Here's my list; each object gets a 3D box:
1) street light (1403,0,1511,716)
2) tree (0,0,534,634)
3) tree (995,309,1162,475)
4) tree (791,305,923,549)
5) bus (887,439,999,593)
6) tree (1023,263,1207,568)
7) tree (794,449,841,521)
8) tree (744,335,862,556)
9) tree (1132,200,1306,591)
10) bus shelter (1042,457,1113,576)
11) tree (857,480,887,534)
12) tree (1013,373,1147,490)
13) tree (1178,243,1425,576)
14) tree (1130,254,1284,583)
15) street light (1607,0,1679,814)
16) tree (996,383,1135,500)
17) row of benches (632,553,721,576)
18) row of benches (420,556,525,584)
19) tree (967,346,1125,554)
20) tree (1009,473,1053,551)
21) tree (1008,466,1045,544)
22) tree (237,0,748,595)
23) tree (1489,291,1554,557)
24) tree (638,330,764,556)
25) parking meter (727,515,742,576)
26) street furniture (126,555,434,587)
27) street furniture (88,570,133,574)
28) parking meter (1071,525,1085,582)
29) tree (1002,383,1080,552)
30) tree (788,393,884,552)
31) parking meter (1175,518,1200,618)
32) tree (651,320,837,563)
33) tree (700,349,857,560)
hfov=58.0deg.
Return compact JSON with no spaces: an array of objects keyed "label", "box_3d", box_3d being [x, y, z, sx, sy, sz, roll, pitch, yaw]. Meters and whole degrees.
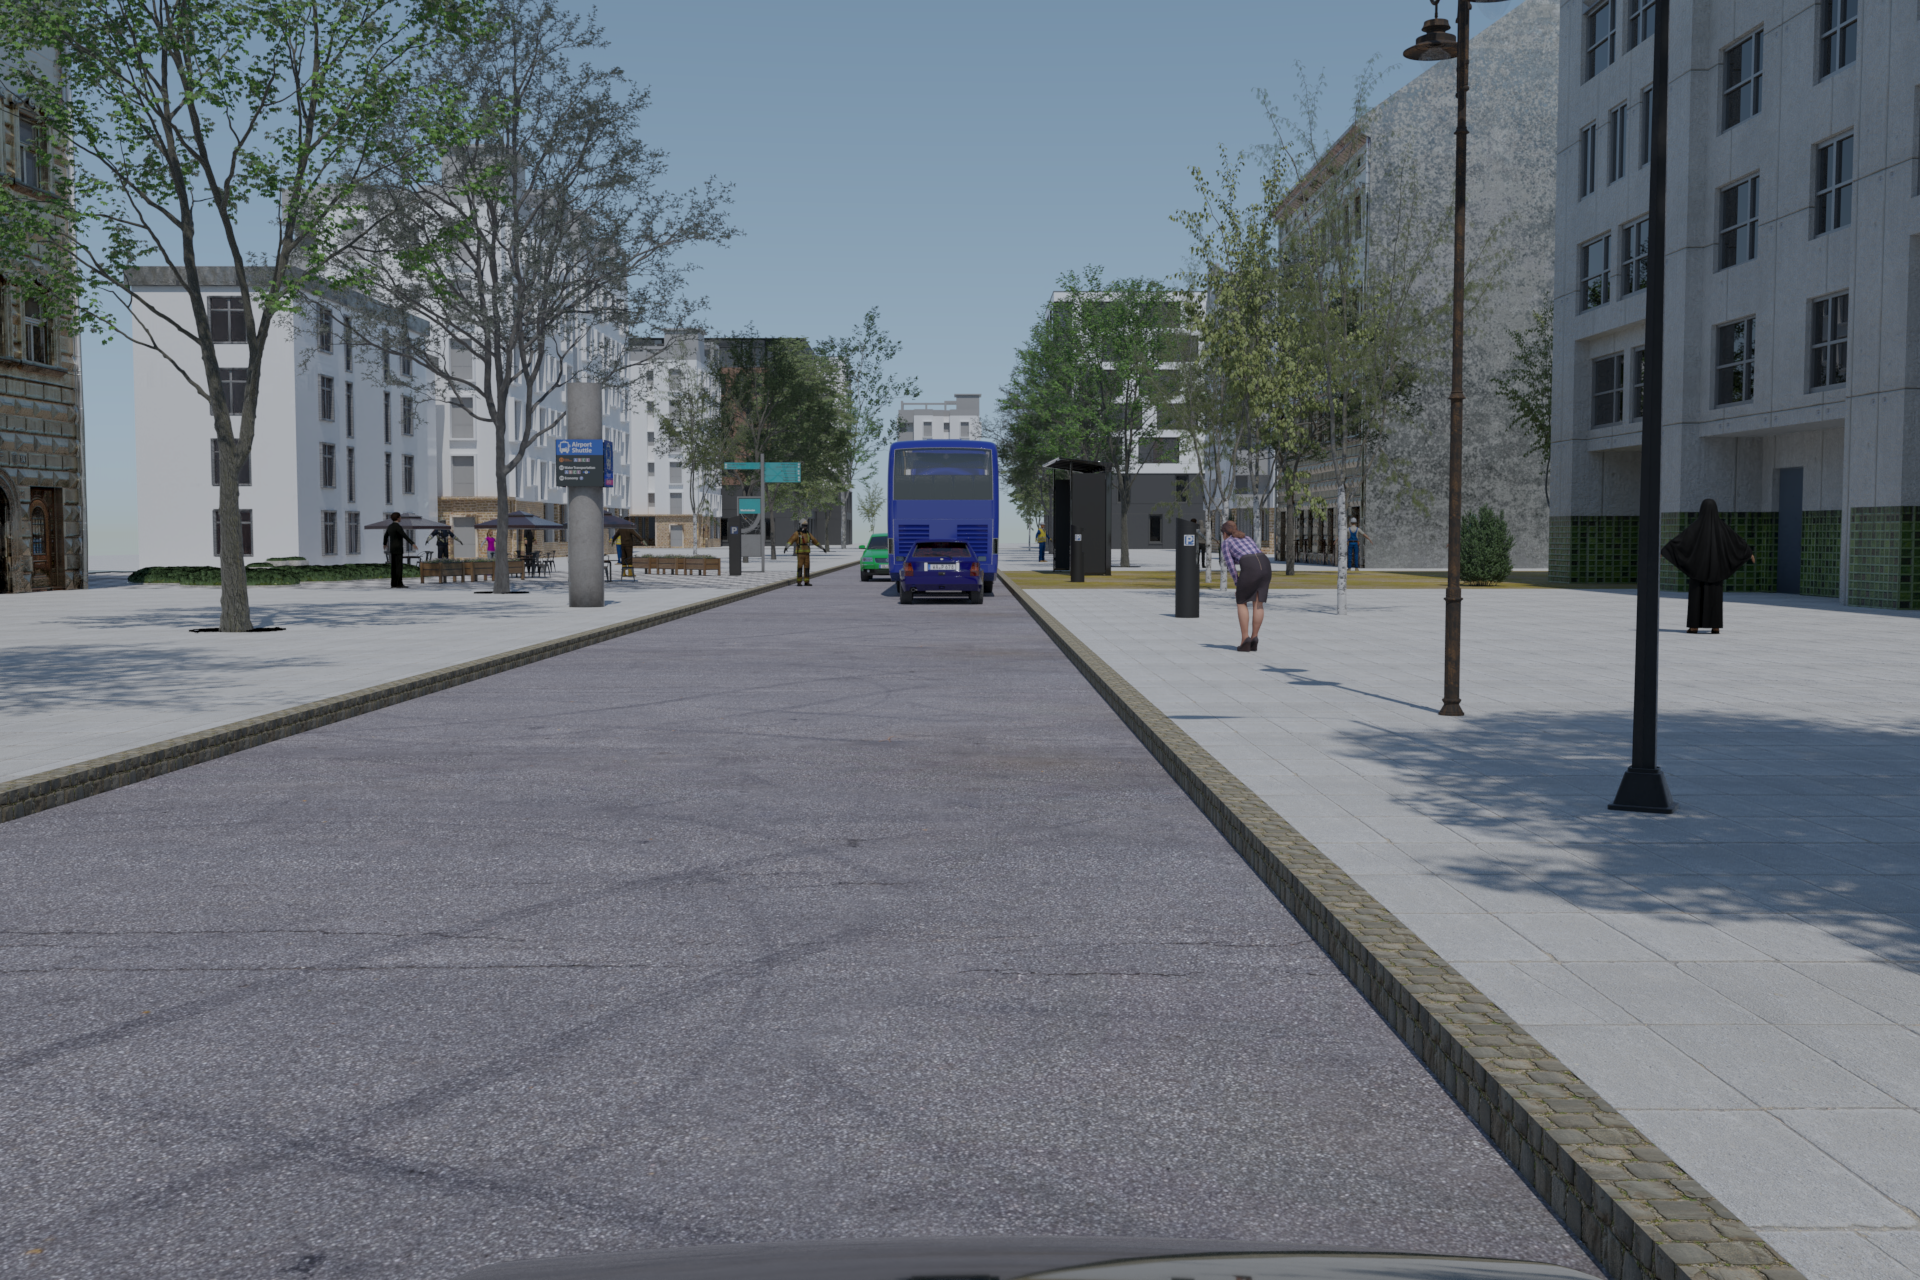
[{"label":"street light","box_3d":[3.483,-2.404,12.097,0.468,5.910,1.993,0,4,0]},{"label":"tree","box_3d":[-9.514,-5.922,22.579,9.928,11.665,9.643,0,3,0]},{"label":"tree","box_3d":[5.592,-9.292,77.685,9.928,11.665,9.643,0,3,0]},{"label":"tree","box_3d":[-9.344,-17.665,144.717,12.611,20.169,13.585,0,3,0]},{"label":"bus","box_3d":[-0.368,-3.274,45.077,2.896,3.916,12.251,0,3,0]},{"label":"tree","box_3d":[6.297,-8.604,66.428,9.928,11.665,9.643,0,3,0]},{"label":"tree","box_3d":[-9.731,-9.793,110.479,4.737,8.622,4.395,0,3,0]},{"label":"tree","box_3d":[-9.229,-11.090,99.454,7.486,12.596,7.792,0,3,0]},{"label":"tree","box_3d":[5.909,-5.386,38.425,4.360,8.622,3.978,0,3,0]},{"label":"bus shelter","box_3d":[3.779,-3.963,56.082,1.731,3.624,6.357,0,4,-2]},{"label":"tree","box_3d":[-11.999,-17.399,234.832,4.737,8.622,4.395,0,3,0]},{"label":"tree","box_3d":[5.889,-9.463,89.130,7.601,10.594,8.767,-3,5,-41]},{"label":"tree","box_3d":[10.416,-7.287,53.557,8.767,10.594,7.601,2,4,31]},{"label":"tree","box_3d":[6.626,-5.832,45.716,4.360,8.622,3.978,0,3,0]},{"label":"street light","box_3d":[3.741,-2.164,7.927,1.470,5.913,1.316,0,4,0]},{"label":"tree","box_3d":[5.653,-10.091,99.404,8.767,10.594,7.601,0,4,-4]},{"label":"row of benches","box_3d":[-8.909,-2.378,54.336,1.422,0.672,4.104,-3,5,-45]},{"label":"row of benches","box_3d":[-13.090,-1.898,46.490,1.422,0.672,4.104,1,4,18]},{"label":"tree","box_3d":[5.646,-12.178,109.480,12.009,13.543,11.850,0,3,0]},{"label":"tree","box_3d":[5.656,-11.297,135.071,4.737,8.622,4.395,0,3,0]},{"label":"tree","box_3d":[10.473,-18.808,233.272,9.928,11.665,9.643,0,3,0]},{"label":"tree","box_3d":[-9.736,-7.742,36.956,12.009,13.543,11.850,0,3,0]},{"label":"tree","box_3d":[18.510,-6.294,53.266,4.737,8.622,4.395,0,3,0]},{"label":"tree","box_3d":[-9.698,-6.810,61.706,4.360,8.622,3.978,0,3,0]},{"label":"parking meter","box_3d":[-6.957,-2.919,53.445,0.399,1.863,0.255,0,4,2]},{"label":"street furniture","box_3d":[-18.313,-1.908,46.824,5.734,0.657,10.072,1,4,11]},{"label":"street furniture","box_3d":[-29.473,-2.441,46.770,9.812,1.723,11.010,2,4,32]},{"label":"parking meter","box_3d":[3.133,-2.306,46.113,0.372,1.533,0.369,0,3,0]},{"label":"tree","box_3d":[6.503,-12.709,125.915,7.486,12.596,7.792,0,3,0]},{"label":"tree","box_3d":[-9.389,-12.083,123.307,9.928,11.665,9.643,0,3,0]},{"label":"parking meter","box_3d":[3.489,-1.109,26.548,0.372,1.533,0.369,0,3,0]},{"label":"tree","box_3d":[-9.543,-8.675,76.250,8.767,10.594,7.601,0,4,-1]},{"label":"tree","box_3d":[-9.284,-9.307,86.580,8.767,10.594,7.601,0,4,0]}]
